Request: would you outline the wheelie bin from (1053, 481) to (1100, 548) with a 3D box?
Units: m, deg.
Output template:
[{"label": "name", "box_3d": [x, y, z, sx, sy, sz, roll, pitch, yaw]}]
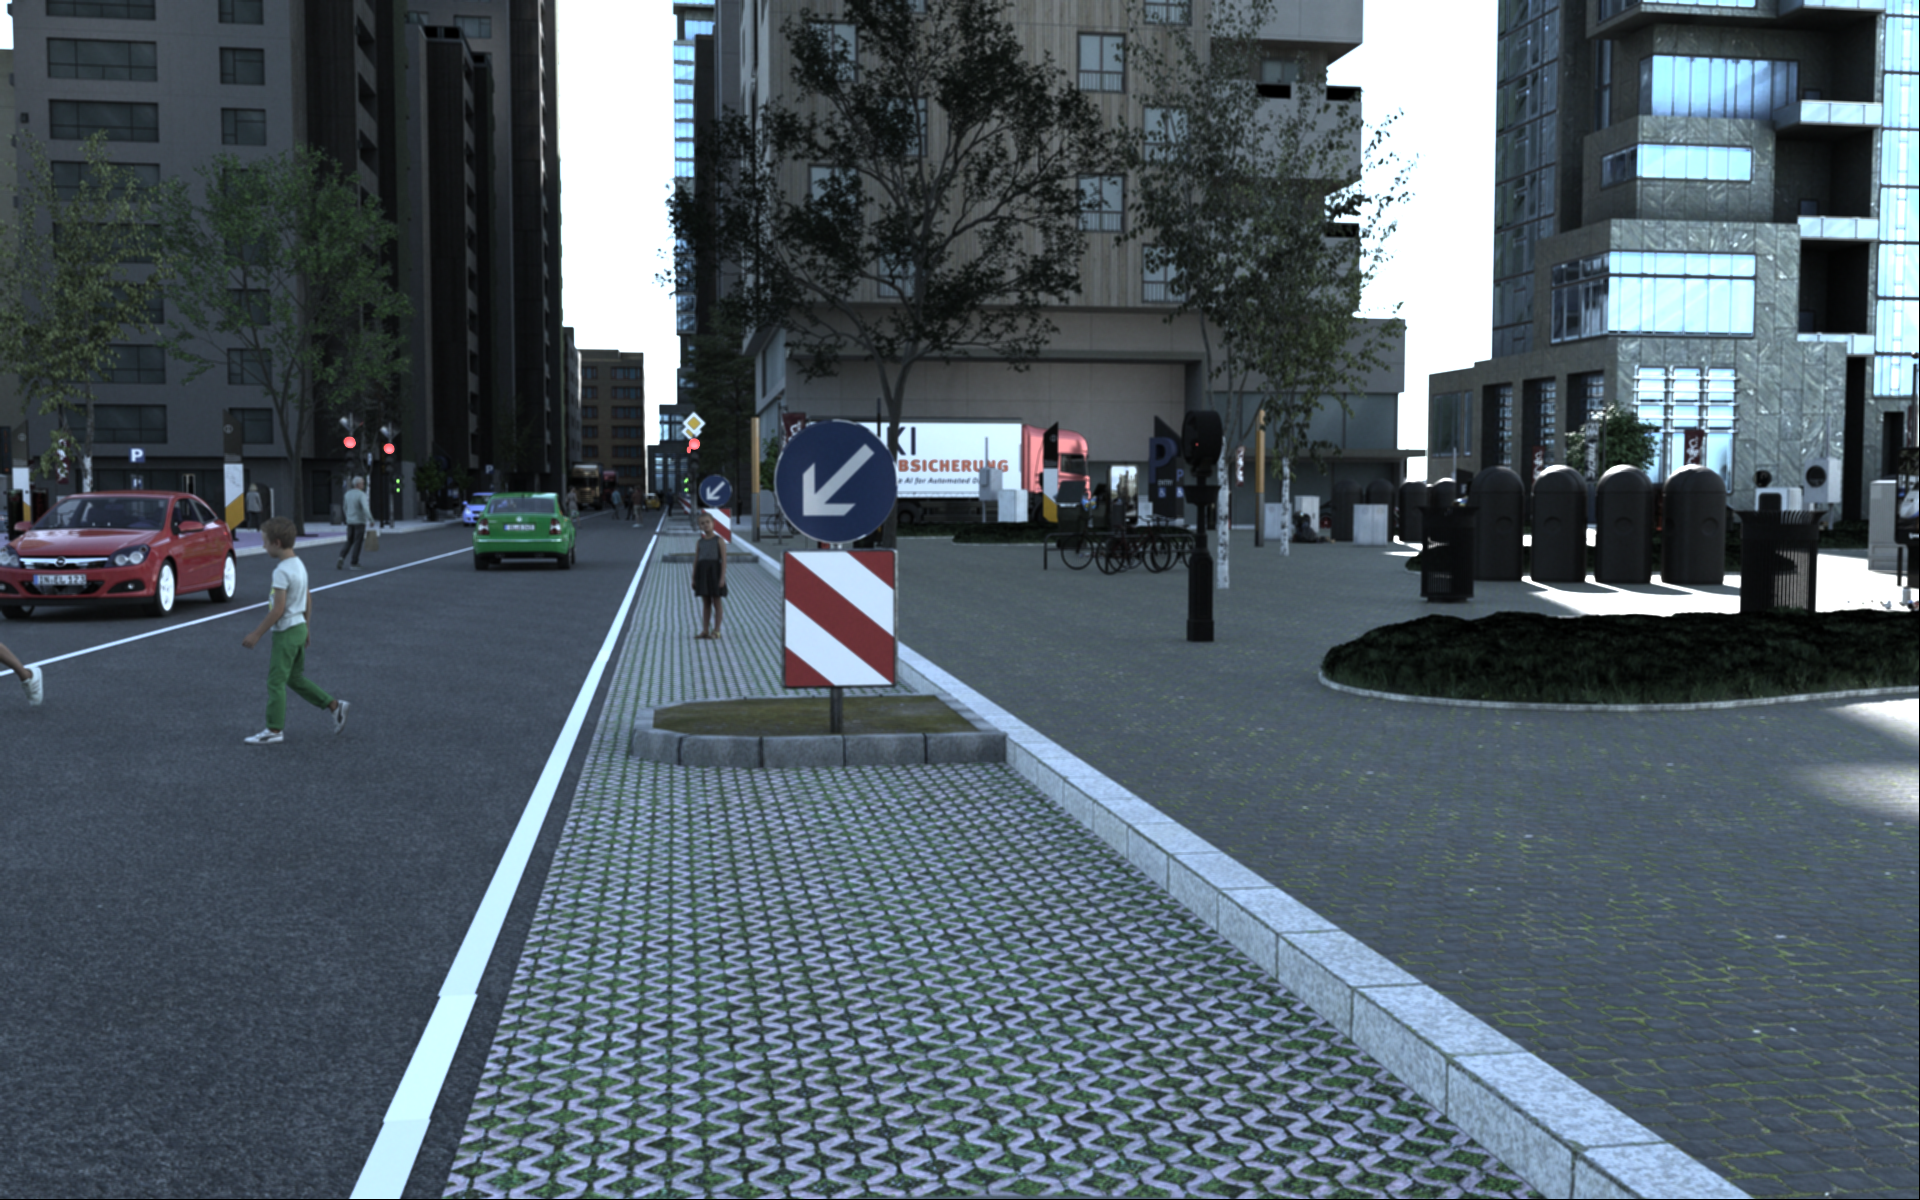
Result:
[{"label": "wheelie bin", "box_3d": [2.658, -2.024, 40.993, 0.980, 1.594, 0.693, 2, 4, 27]}]

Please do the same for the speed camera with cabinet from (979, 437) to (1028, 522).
[{"label": "speed camera with cabinet", "box_3d": [1.490, -3.987, 59.525, 0.660, 3.252, 2.038, -3, 4, -37]}]

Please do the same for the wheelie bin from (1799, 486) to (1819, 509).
[{"label": "wheelie bin", "box_3d": [31.914, -3.509, 65.273, 0.980, 1.594, 0.693, 2, 4, 34]}]

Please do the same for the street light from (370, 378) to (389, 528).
[{"label": "street light", "box_3d": [-21.872, -5.661, 65.345, 0.468, 5.910, 1.993, -1, 4, -9]}]

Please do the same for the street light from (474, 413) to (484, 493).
[{"label": "street light", "box_3d": [-27.609, -7.749, 99.490, 0.468, 5.910, 1.993, -1, 4, -9]}]

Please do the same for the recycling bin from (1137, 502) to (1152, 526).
[{"label": "recycling bin", "box_3d": [5.602, -2.548, 54.213, 0.722, 1.027, 0.722, 0, 4, -5]}]

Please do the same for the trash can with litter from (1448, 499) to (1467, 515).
[{"label": "trash can with litter", "box_3d": [11.211, -1.630, 38.043, 1.055, 1.170, 0.624, -2, 4, -30]}]

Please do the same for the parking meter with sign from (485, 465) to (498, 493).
[{"label": "parking meter with sign", "box_3d": [-27.901, -6.563, 103.567, 0.543, 3.016, 1.738, 0, 4, -1]}]

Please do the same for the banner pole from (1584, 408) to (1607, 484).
[{"label": "banner pole", "box_3d": [18.677, -3.720, 50.835, 0.401, 3.779, 0.863, -3, 4, -39]}]

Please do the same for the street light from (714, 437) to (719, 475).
[{"label": "street light", "box_3d": [-15.014, -8.246, 107.603, 0.468, 5.910, 1.993, -1, 4, -9]}]

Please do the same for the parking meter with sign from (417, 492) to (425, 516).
[{"label": "parking meter with sign", "box_3d": [-31.654, -6.351, 100.096, 1.738, 3.016, 0.543, 2, 4, 29]}]

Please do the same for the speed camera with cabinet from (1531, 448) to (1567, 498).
[{"label": "speed camera with cabinet", "box_3d": [25.565, -4.927, 74.897, 0.660, 3.252, 2.038, -1, 4, -17]}]

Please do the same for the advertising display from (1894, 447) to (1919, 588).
[{"label": "advertising display", "box_3d": [13.105, -1.126, 23.617, 0.123, 1.923, 0.974, 0, 4, -5]}]

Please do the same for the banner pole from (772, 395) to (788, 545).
[{"label": "banner pole", "box_3d": [-4.446, -3.270, 43.481, 0.401, 3.779, 0.863, -2, 4, -26]}]

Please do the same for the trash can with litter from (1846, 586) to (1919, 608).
[{"label": "trash can with litter", "box_3d": [10.786, -0.501, 19.245, 1.678, 1.210, 2.233, 2, 4, 28]}]

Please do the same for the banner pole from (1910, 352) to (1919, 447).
[{"label": "banner pole", "box_3d": [17.003, -2.492, 30.765, 0.863, 3.779, 0.401, -3, 5, -41]}]

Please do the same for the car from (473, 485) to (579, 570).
[{"label": "car", "box_3d": [-8.550, -1.554, 34.207, 1.959, 1.807, 4.718, -1, 4, -10]}]

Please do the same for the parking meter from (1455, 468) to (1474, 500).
[{"label": "parking meter", "box_3d": [11.449, -2.053, 39.274, 0.399, 1.863, 0.255, 1, 4, 8]}]

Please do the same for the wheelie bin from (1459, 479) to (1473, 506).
[{"label": "wheelie bin", "box_3d": [11.181, -1.778, 36.981, 0.980, 1.594, 0.693, 1, 4, 10]}]

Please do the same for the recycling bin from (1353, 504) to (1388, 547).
[{"label": "recycling bin", "box_3d": [10.048, -1.827, 42.418, 0.722, 1.027, 0.722, 0, 4, 4]}]

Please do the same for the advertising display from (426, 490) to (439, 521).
[{"label": "advertising display", "box_3d": [-25.013, -4.702, 82.095, 0.974, 1.923, 0.123, 3, 5, 45]}]

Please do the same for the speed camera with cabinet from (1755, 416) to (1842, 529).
[{"label": "speed camera with cabinet", "box_3d": [21.541, -3.072, 44.556, 0.660, 3.252, 2.038, -2, 4, -30]}]

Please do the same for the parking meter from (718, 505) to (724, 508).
[{"label": "parking meter", "box_3d": [-11.488, -4.742, 83.243, 0.255, 1.863, 0.399, 0, 4, -3]}]

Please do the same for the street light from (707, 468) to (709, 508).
[{"label": "street light", "box_3d": [-20.560, -10.297, 141.141, 0.468, 5.910, 1.993, -1, 4, -9]}]

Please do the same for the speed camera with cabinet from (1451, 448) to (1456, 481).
[{"label": "speed camera with cabinet", "box_3d": [21.051, -4.822, 73.181, 0.660, 3.252, 2.038, 1, 4, 18]}]

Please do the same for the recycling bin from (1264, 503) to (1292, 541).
[{"label": "recycling bin", "box_3d": [8.815, -2.175, 48.117, 0.722, 1.027, 0.722, 0, 4, 6]}]

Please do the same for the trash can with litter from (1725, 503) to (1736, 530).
[{"label": "trash can with litter", "box_3d": [21.328, -2.223, 47.738, 1.055, 1.170, 0.624, 2, 4, 31]}]

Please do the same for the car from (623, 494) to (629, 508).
[{"label": "car", "box_3d": [-33.510, -10.254, 177.438, 2.009, 1.686, 4.222, -1, 4, -11]}]

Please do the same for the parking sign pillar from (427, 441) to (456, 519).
[{"label": "parking sign pillar", "box_3d": [-26.489, -6.109, 88.354, 1.447, 3.967, 1.447, 2, 4, 30]}]

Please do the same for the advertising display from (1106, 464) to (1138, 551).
[{"label": "advertising display", "box_3d": [3.545, -1.997, 37.871, 0.123, 1.923, 0.974, 3, 5, 44]}]

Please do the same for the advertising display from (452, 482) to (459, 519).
[{"label": "advertising display", "box_3d": [-26.723, -5.227, 90.682, 0.974, 1.923, 0.123, -1, 4, -14]}]

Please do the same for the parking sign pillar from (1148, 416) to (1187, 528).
[{"label": "parking sign pillar", "box_3d": [7.037, -4.319, 59.092, 1.447, 3.967, 1.447, -3, 5, -39]}]

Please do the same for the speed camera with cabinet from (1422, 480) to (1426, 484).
[{"label": "speed camera with cabinet", "box_3d": [29.872, -7.238, 112.672, 0.660, 3.252, 2.038, -1, 4, -15]}]

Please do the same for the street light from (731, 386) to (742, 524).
[{"label": "street light", "box_3d": [-9.472, -6.176, 73.769, 0.468, 5.910, 1.993, -1, 4, -9]}]

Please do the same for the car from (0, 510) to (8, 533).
[{"label": "car", "box_3d": [-34.253, -2.849, 58.589, 4.499, 1.417, 2.014, -1, 4, -11]}]

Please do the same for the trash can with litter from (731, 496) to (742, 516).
[{"label": "trash can with litter", "box_3d": [-13.388, -5.556, 102.224, 1.055, 1.170, 0.624, 1, 4, 13]}]

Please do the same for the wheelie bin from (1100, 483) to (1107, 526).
[{"label": "wheelie bin", "box_3d": [4.041, -2.430, 47.631, 0.980, 1.594, 0.693, -3, 5, -41]}]

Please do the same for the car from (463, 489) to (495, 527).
[{"label": "car", "box_3d": [-21.071, -4.125, 77.038, 1.945, 1.707, 3.694, -1, 4, -8]}]

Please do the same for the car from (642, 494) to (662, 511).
[{"label": "car", "box_3d": [-27.001, -8.598, 150.798, 2.015, 1.641, 3.980, 0, 4, -8]}]

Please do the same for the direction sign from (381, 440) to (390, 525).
[{"label": "direction sign", "box_3d": [-23.940, -4.908, 72.245, 0.379, 3.537, 0.876, 1, 4, 11]}]

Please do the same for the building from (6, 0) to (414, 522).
[{"label": "building", "box_3d": [-33.560, -18.840, 79.737, 14.160, 30.474, 14.107, -1, 4, -9]}]

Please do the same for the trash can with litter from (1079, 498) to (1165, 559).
[{"label": "trash can with litter", "box_3d": [3.177, -1.481, 35.277, 1.678, 1.210, 2.233, -1, 4, -18]}]

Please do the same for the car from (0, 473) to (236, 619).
[{"label": "car", "box_3d": [-10.331, -0.755, 21.379, 2.155, 1.783, 4.494, -1, 4, -9]}]

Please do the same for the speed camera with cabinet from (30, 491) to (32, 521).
[{"label": "speed camera with cabinet", "box_3d": [-43.464, -5.302, 81.021, 2.038, 3.252, 0.660, 0, 4, -3]}]

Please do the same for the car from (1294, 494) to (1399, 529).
[{"label": "car", "box_3d": [15.137, -3.529, 67.486, 4.222, 1.686, 2.009, -1, 4, -8]}]
